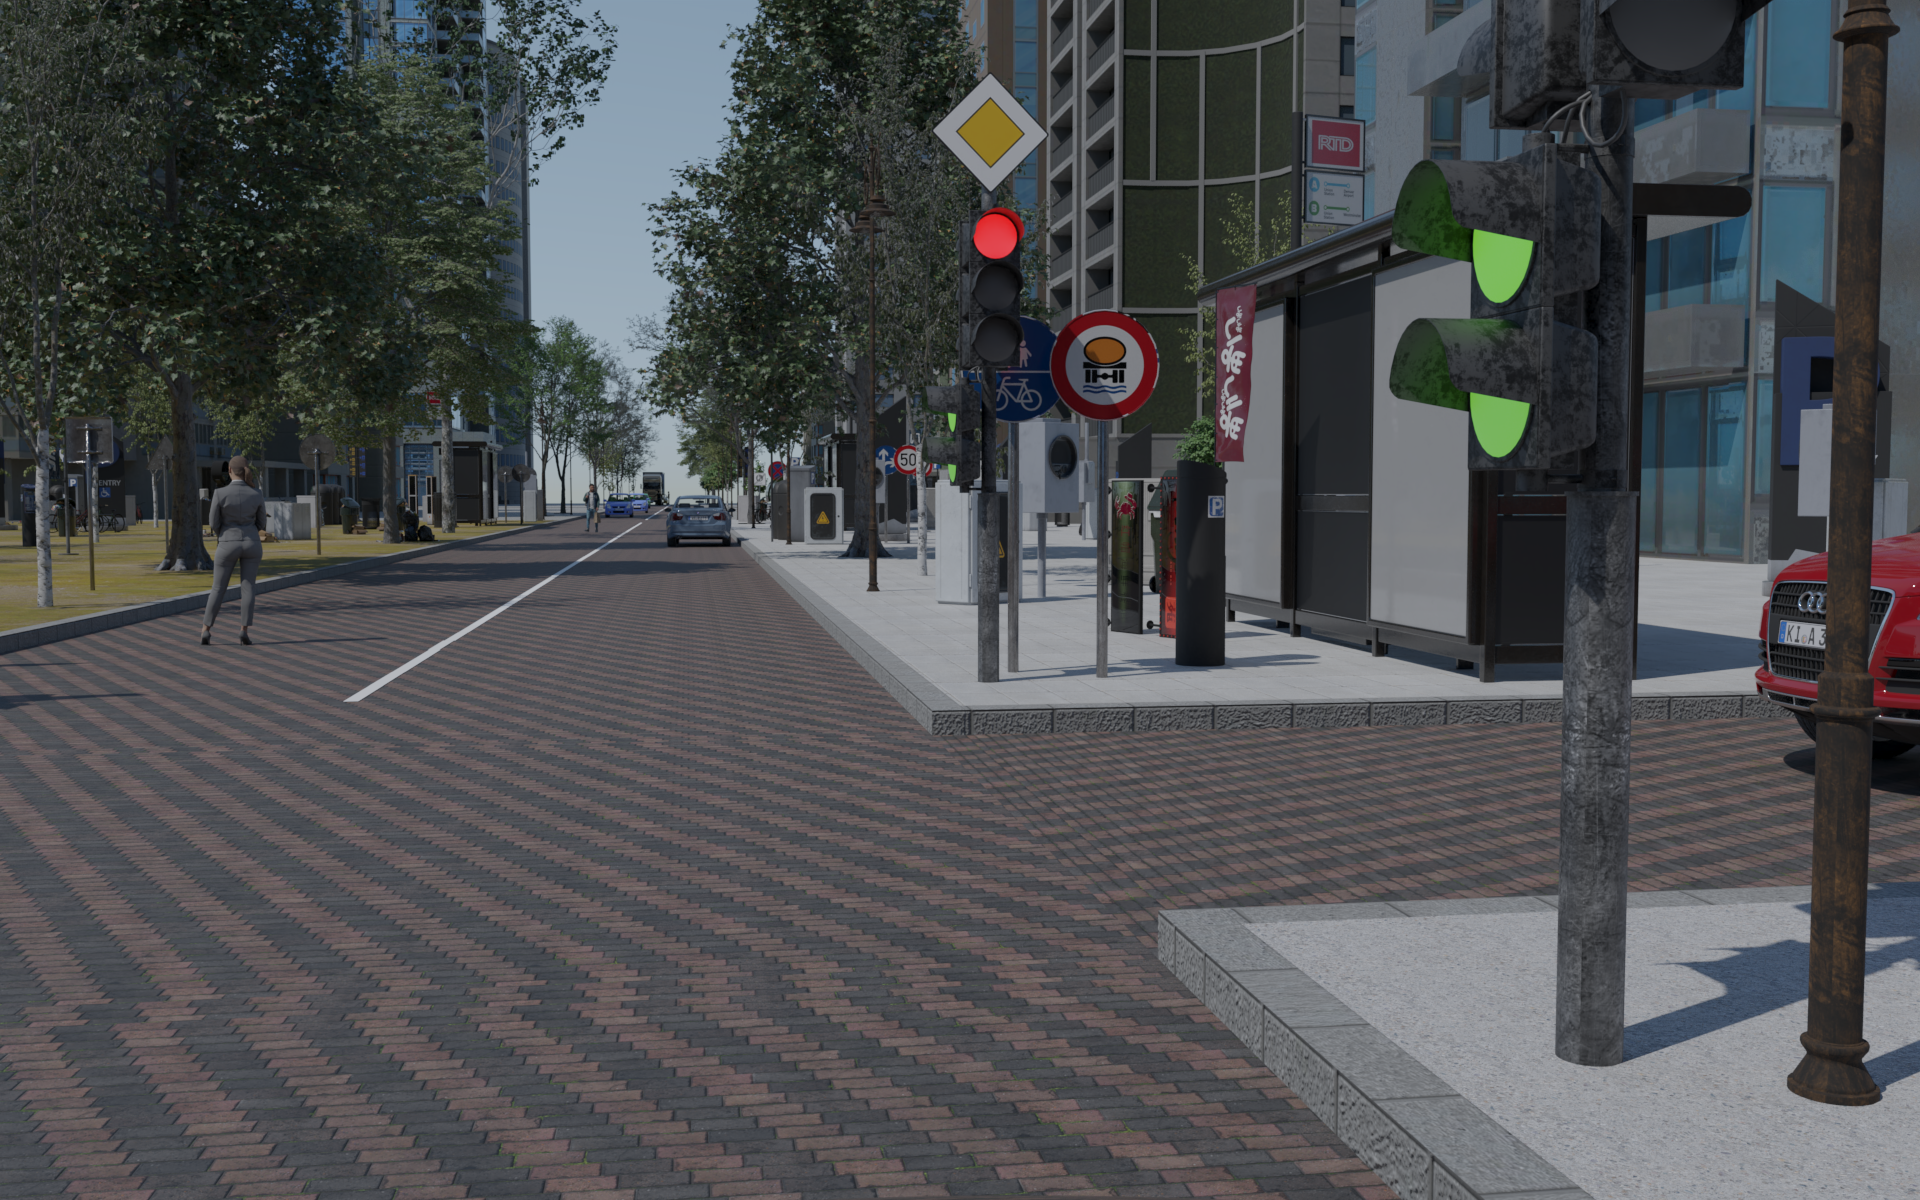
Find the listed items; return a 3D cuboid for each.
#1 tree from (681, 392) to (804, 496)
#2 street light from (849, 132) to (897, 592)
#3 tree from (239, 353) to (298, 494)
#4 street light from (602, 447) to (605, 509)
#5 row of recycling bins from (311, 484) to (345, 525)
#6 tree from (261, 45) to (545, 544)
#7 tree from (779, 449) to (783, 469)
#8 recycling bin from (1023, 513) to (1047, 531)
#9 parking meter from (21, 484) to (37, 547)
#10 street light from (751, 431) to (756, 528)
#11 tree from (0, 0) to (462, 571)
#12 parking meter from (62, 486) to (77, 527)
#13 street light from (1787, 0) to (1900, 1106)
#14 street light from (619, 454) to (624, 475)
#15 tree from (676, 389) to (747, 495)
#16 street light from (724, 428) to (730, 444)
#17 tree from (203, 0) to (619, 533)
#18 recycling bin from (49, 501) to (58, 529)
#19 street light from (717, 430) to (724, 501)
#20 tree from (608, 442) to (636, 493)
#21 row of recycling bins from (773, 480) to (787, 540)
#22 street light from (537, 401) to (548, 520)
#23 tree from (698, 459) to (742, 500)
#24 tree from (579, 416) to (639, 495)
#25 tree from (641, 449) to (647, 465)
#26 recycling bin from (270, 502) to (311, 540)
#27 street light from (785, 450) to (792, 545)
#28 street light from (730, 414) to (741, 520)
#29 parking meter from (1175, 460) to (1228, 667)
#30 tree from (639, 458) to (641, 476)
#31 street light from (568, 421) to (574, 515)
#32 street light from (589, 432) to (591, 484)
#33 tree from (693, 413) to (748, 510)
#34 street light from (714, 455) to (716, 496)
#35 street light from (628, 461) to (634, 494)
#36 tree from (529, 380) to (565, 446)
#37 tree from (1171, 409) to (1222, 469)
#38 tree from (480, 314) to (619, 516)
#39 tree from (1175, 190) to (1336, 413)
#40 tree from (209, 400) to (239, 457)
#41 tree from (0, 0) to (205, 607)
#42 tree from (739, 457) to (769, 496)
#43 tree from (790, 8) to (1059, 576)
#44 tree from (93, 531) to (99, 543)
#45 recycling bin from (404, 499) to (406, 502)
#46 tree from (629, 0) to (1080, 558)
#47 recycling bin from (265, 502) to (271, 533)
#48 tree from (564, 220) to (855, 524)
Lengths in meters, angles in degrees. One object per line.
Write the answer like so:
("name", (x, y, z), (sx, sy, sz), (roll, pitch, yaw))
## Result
("tree", (-13.584, -10.817, 111.268), (8.767, 10.594, 7.601), (1, 4, 20))
("street light", (-1.144, -3.049, 22.645), (0.468, 5.910, 1.993), (-1, 4, -9))
("tree", (-29.831, -7.508, 73.118), (4.737, 8.622, 4.395), (0, 3, 0))
("street light", (-30.783, -10.814, 149.590), (0.468, 5.910, 1.993), (-1, 4, -9))
("row of recycling bins", (-26.533, -4.023, 72.883), (1.069, 1.692, 3.534), (-1, 4, -9))
("tree", (-14.391, -7.718, 44.316), (7.486, 12.596, 7.792), (0, 3, 0))
("tree", (-5.465, -6.429, 55.475), (4.360, 8.622, 3.978), (0, 3, 0))
("recycling bin", (2.569, -2.906, 60.073), (0.722, 1.027, 0.722), (-1, 4, -21))
("parking meter", (-22.700, -2.071, 42.280), (0.372, 1.533, 0.369), (0, 3, 0))
("street light", (-7.741, -5.624, 64.745), (0.468, 5.910, 1.993), (-1, 4, -9))
("tree", (-13.206, -6.861, 29.184), (9.611, 12.733, 9.660), (0, 3, 0))
("parking meter", (-27.209, -2.722, 52.915), (0.372, 1.533, 0.369), (0, 3, 0))
("street light", (1.873, -1.881, 3.537), (0.468, 5.910, 1.993), (-1, 4, -9))
("street light", (-36.946, -13.239, 189.243), (0.468, 5.910, 1.993), (-1, 4, -9))
("tree", (-24.402, -15.486, 171.317), (7.486, 12.596, 7.792), (0, 3, 0))
("street light", (-12.868, -7.628, 97.500), (0.468, 5.910, 1.993), (-1, 4, -9))
("tree", (-18.285, -12.298, 56.962), (12.611, 20.169, 13.585), (0, 3, 0))
("recycling bin", (-34.000, -3.163, 64.272), (0.722, 1.027, 0.722), (1, 4, 16))
("street light", (-16.289, -8.942, 118.992), (0.468, 5.910, 1.993), (-1, 4, -9))
("tree", (-42.688, -16.341, 217.538), (4.360, 8.622, 3.978), (0, 3, 0))
("row of recycling bins", (-4.888, -2.606, 49.713), (1.069, 1.692, 3.534), (0, 4, -8))
("street light", (-20.764, -6.935, 86.168), (0.468, 5.910, 1.993), (-1, 4, -9))
("tree", (-19.644, -9.786, 143.710), (4.285, 4.588, 4.351), (0, 3, 0))
("tree", (-32.139, -12.462, 154.112), (4.737, 8.622, 4.395), (0, 3, 0))
("tree", (-45.309, -17.672, 239.305), (4.737, 8.622, 4.395), (0, 3, 0))
("recycling bin", (-18.815, -2.218, 48.821), (0.722, 1.027, 0.722), (2, 4, 24))
("street light", (-4.336, -4.339, 43.726), (0.468, 5.910, 1.993), (-1, 4, -9))
("street light", (-10.995, -6.905, 85.683), (0.468, 5.910, 1.993), (-1, 4, -9))
("parking meter", (1.809, -0.281, 13.000), (0.372, 1.533, 0.369), (0, 3, 0))
("tree", (-36.633, -14.043, 179.959), (4.737, 8.622, 4.395), (0, 3, 0))
("street light", (-24.151, -8.236, 107.445), (0.468, 5.910, 1.993), (-1, 4, -9))
("street light", (-27.491, -9.533, 128.658), (0.468, 5.910, 1.993), (-1, 4, -9))
("tree", (-16.882, -10.666, 124.750), (4.737, 8.622, 4.395), (0, 3, 0))
("street light", (-19.511, -10.223, 139.936), (0.468, 5.910, 1.993), (-1, 4, -9))
("street light", (-40.342, -14.575, 211.090), (0.468, 5.910, 1.993), (-1, 4, -9))
("tree", (-28.833, -13.847, 136.764), (12.009, 13.543, 11.850), (0, 3, 0))
("tree", (9.373, -4.842, 62.883), (4.285, 4.588, 4.351), (0, 3, 0))
("tree", (-23.827, -10.620, 99.394), (9.928, 11.665, 9.643), (0, 3, 0))
("tree", (7.388, -5.559, 41.251), (4.737, 8.622, 4.395), (0, 3, 0))
("tree", (-30.743, -7.063, 65.848), (4.737, 8.622, 4.395), (0, 3, 0))
("tree", (-10.666, -4.232, 19.562), (4.360, 8.622, 3.978), (0, 3, 0))
("tree", (-10.292, -5.763, 88.823), (1.663, 3.219, 1.824), (0, 3, 0))
("tree", (-0.567, -4.670, 26.724), (4.360, 8.622, 3.978), (0, 3, 0))
("tree", (-23.075, -5.835, 45.765), (4.737, 8.622, 4.395), (0, 3, 0))
("recycling bin", (-26.581, -4.220, 81.545), (0.722, 1.027, 0.722), (1, 4, 20))
("tree", (-2.036, -7.218, 35.026), (9.611, 12.733, 9.660), (0, 3, 0))
("recycling bin", (-22.599, -2.739, 57.344), (0.722, 1.027, 0.722), (0, 4, -8))
("tree", (-9.030, -9.983, 73.593), (12.009, 13.543, 11.850), (0, 3, 0))
